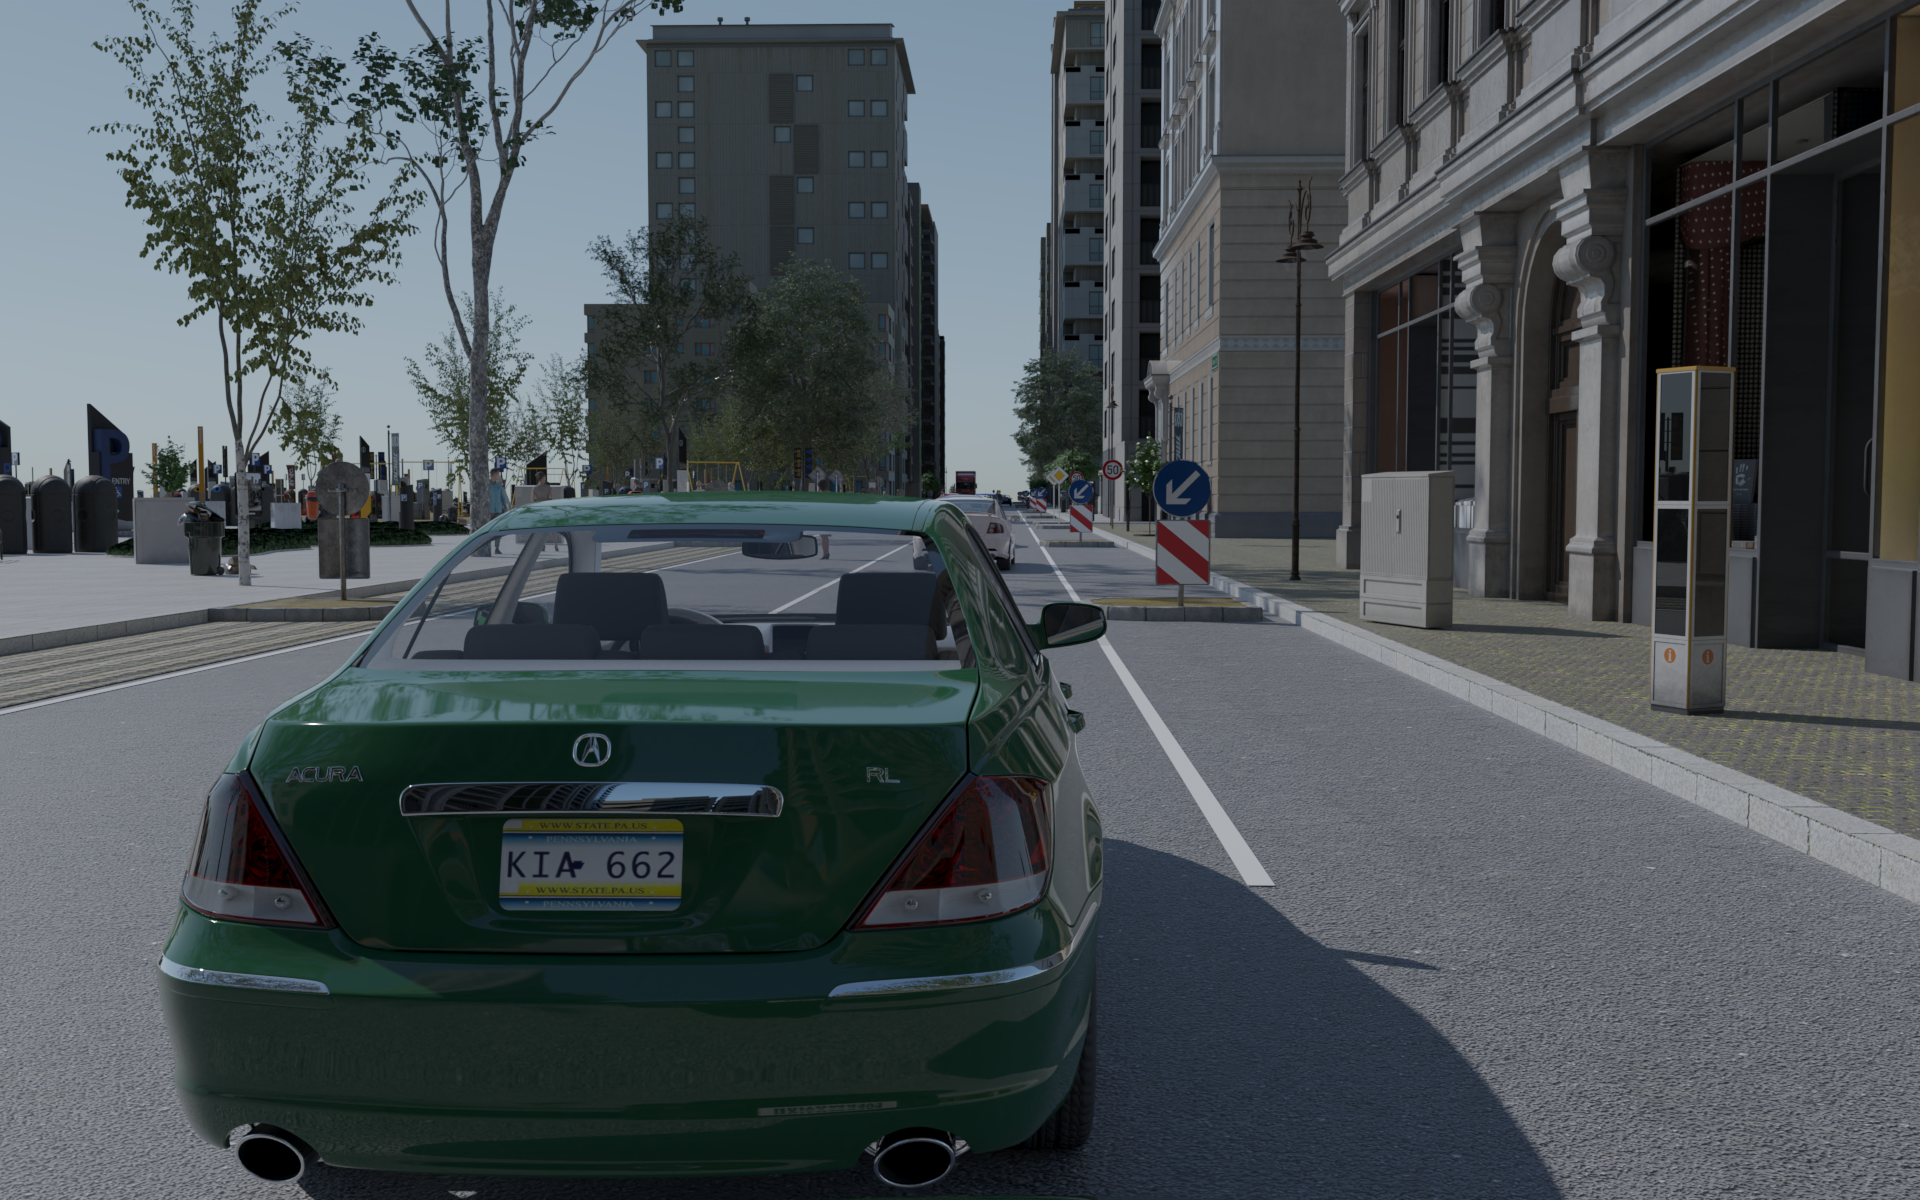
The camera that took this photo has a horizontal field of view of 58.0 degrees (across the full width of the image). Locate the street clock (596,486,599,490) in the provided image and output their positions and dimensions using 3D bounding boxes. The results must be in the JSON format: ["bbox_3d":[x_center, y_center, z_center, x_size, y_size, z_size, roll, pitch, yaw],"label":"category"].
[{"bbox_3d":[-32.708,-9.256,155.907,0.471,2.002,0.358,-1,4,-18],"label":"street clock"}]

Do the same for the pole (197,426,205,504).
[{"bbox_3d":[-22.801,-3.562,52.082,0.158,3.312,0.155,0,3,0],"label":"pole"}]

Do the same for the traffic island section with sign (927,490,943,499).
[{"bbox_3d":[-3.039,-10.486,180.072,1.989,1.847,2.006,0,4,2],"label":"traffic island section with sign"}]

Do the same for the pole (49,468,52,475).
[{"bbox_3d":[-71.082,-8.664,135.491,0.158,3.312,0.155,0,3,0],"label":"pole"}]

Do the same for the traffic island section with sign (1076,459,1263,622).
[{"bbox_3d":[2.436,-0.722,20.428,1.989,1.847,2.006,0,4,2],"label":"traffic island section with sign"}]

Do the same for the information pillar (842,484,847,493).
[{"bbox_3d":[-8.394,-7.434,126.041,0.304,2.012,0.304,0,4,5],"label":"information pillar"}]

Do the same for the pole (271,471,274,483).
[{"bbox_3d":[-59.617,-9.567,150.270,0.158,3.312,0.155,0,3,0],"label":"pole"}]

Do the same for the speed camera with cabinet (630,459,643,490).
[{"bbox_3d":[-17.791,-6.338,97.958,2.038,3.252,0.660,3,5,42],"label":"speed camera with cabinet"}]

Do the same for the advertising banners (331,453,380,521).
[{"bbox_3d":[-25.540,-4.707,73.142,2.074,3.025,0.090,0,4,5],"label":"advertising banners"}]

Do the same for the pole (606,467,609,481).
[{"bbox_3d":[-26.063,-8.218,128.204,0.158,3.312,0.155,0,3,0],"label":"pole"}]

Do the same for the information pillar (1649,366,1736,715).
[{"bbox_3d":[4.289,-0.346,10.156,0.304,2.012,0.304,-2,4,-23],"label":"information pillar"}]

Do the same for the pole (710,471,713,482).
[{"bbox_3d":[-21.714,-9.637,151.413,0.158,3.312,0.155,0,3,0],"label":"pole"}]

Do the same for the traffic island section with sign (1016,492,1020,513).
[{"bbox_3d":[5.423,-7.417,129.888,1.989,1.847,2.006,0,4,2],"label":"traffic island section with sign"}]

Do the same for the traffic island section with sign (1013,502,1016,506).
[{"bbox_3d":[6.789,-10.483,180.019,1.989,1.847,2.006,0,4,2],"label":"traffic island section with sign"}]

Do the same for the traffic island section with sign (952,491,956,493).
[{"bbox_3d":[-0.055,-17.180,289.512,1.989,1.847,2.006,0,4,2],"label":"traffic island section with sign"}]

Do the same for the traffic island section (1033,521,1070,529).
[{"bbox_3d":[4.386,-3.533,80.042,2.009,0.180,2.903,0,4,2],"label":"traffic island section"}]

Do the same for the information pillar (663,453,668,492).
[{"bbox_3d":[-16.937,-6.621,99.607,0.183,3.616,0.504,1,4,20],"label":"information pillar"}]

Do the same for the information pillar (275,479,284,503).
[{"bbox_3d":[-32.610,-4.805,83.059,0.304,2.012,0.304,0,4,2],"label":"information pillar"}]

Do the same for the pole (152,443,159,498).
[{"bbox_3d":[-32.151,-4.610,69.216,0.158,3.312,0.155,0,3,0],"label":"pole"}]

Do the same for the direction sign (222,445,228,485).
[{"bbox_3d":[-34.370,-5.448,81.065,0.379,3.537,0.876,-1,4,-10],"label":"direction sign"}]

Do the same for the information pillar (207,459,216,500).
[{"bbox_3d":[-49.612,-7.552,114.826,0.504,3.616,0.183,-2,4,-31],"label":"information pillar"}]

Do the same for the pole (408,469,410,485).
[{"bbox_3d":[-44.805,-8.993,140.884,0.158,3.312,0.155,0,3,0],"label":"pole"}]

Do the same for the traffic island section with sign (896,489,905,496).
[{"bbox_3d":[-4.404,-7.417,129.900,1.989,1.847,2.006,0,4,2],"label":"traffic island section with sign"}]

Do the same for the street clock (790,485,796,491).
[{"bbox_3d":[-13.607,-8.343,140.975,0.471,2.002,0.358,1,4,10],"label":"street clock"}]

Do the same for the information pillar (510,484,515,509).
[{"bbox_3d":[-33.278,-7.613,128.959,0.304,2.012,0.304,-2,4,-31],"label":"information pillar"}]

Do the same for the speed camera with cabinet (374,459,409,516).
[{"bbox_3d":[-34.828,-6.833,106.048,2.038,3.252,0.660,1,4,11],"label":"speed camera with cabinet"}]

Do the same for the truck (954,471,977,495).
[{"bbox_3d":[0.709,-13.657,212.211,2.839,4.237,11.283,0,4,1],"label":"truck"}]

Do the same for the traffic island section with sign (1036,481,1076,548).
[{"bbox_3d":[3.171,-2.370,47.373,1.989,1.847,2.006,0,4,2],"label":"traffic island section with sign"}]

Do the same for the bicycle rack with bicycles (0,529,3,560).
[{"bbox_3d":[-19.265,-1.164,32.412,2.852,0.926,2.925,-1,4,-20],"label":"bicycle rack with bicycles"}]

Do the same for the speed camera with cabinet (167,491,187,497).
[{"bbox_3d":[-53.572,-7.631,119.107,2.038,3.252,0.660,-3,5,-42],"label":"speed camera with cabinet"}]

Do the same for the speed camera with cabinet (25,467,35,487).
[{"bbox_3d":[-67.378,-8.117,127.050,0.660,3.252,2.038,3,4,37],"label":"speed camera with cabinet"}]

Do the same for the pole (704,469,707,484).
[{"bbox_3d":[-20.883,-9.068,142.101,0.158,3.312,0.155,0,3,0],"label":"pole"}]

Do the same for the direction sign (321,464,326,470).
[{"bbox_3d":[-41.859,-7.494,114.529,0.876,3.537,0.379,1,4,22],"label":"direction sign"}]

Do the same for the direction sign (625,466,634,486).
[{"bbox_3d":[-26.508,-8.984,138.891,0.379,3.537,0.876,3,4,36],"label":"direction sign"}]

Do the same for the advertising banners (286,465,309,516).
[{"bbox_3d":[-39.126,-6.558,103.410,2.074,3.025,0.090,-2,4,-32],"label":"advertising banners"}]

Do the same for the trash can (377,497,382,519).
[{"bbox_3d":[-30.238,-4.790,89.974,0.748,1.137,0.748,0,3,0],"label":"trash can"}]

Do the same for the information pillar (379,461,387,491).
[{"bbox_3d":[-34.197,-6.800,102.540,0.183,3.616,0.504,3,4,37],"label":"information pillar"}]

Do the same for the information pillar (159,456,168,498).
[{"bbox_3d":[-43.787,-6.349,95.162,0.504,3.616,0.183,1,4,21],"label":"information pillar"}]

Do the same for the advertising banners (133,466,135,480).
[{"bbox_3d":[-52.954,-6.907,109.124,0.090,3.025,2.074,3,4,37],"label":"advertising banners"}]

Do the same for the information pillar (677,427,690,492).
[{"bbox_3d":[-9.697,-4.221,60.373,0.183,3.616,0.504,2,4,26],"label":"information pillar"}]

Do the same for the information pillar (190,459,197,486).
[{"bbox_3d":[-50.602,-7.527,114.422,0.183,3.616,0.504,3,4,36],"label":"information pillar"}]

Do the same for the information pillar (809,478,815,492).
[{"bbox_3d":[-11.026,-8.416,128.954,0.504,3.616,0.183,0,4,-6],"label":"information pillar"}]

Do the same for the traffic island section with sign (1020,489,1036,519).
[{"bbox_3d":[4.672,-5.727,102.259,1.989,1.847,2.006,0,4,2],"label":"traffic island section with sign"}]

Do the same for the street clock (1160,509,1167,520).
[{"bbox_3d":[6.705,-3.211,57.073,0.358,2.002,0.471,-1,4,-15],"label":"street clock"}]

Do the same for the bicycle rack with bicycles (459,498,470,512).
[{"bbox_3d":[-42.101,-7.924,142.945,2.925,0.926,2.852,2,4,34],"label":"bicycle rack with bicycles"}]

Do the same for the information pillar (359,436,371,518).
[{"bbox_3d":[-23.897,-4.783,69.560,0.183,3.616,0.504,2,4,26],"label":"information pillar"}]

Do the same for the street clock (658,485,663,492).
[{"bbox_3d":[-22.897,-7.809,132.249,0.471,2.002,0.358,2,4,29],"label":"street clock"}]

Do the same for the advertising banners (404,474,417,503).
[{"bbox_3d":[-46.329,-9.243,147.311,2.074,3.025,0.090,1,4,10],"label":"advertising banners"}]

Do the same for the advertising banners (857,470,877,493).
[{"bbox_3d":[-6.901,-8.054,127.867,2.074,3.025,0.090,3,4,37],"label":"advertising banners"}]

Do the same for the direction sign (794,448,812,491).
[{"bbox_3d":[-7.642,-5.650,84.369,0.876,3.537,0.379,-1,4,-13],"label":"direction sign"}]

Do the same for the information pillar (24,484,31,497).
[{"bbox_3d":[-66.443,-7.278,123.491,0.304,2.012,0.304,1,4,9],"label":"information pillar"}]

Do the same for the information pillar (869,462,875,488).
[{"bbox_3d":[-6.342,-8.178,125.069,0.504,3.616,0.183,2,4,30],"label":"information pillar"}]

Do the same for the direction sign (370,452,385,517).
[{"bbox_3d":[-31.180,-6.152,92.580,0.876,3.537,0.379,-1,4,-18],"label":"direction sign"}]

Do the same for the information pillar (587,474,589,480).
[{"bbox_3d":[-32.733,-9.855,152.483,0.183,3.616,0.504,0,3,0],"label":"information pillar"}]
